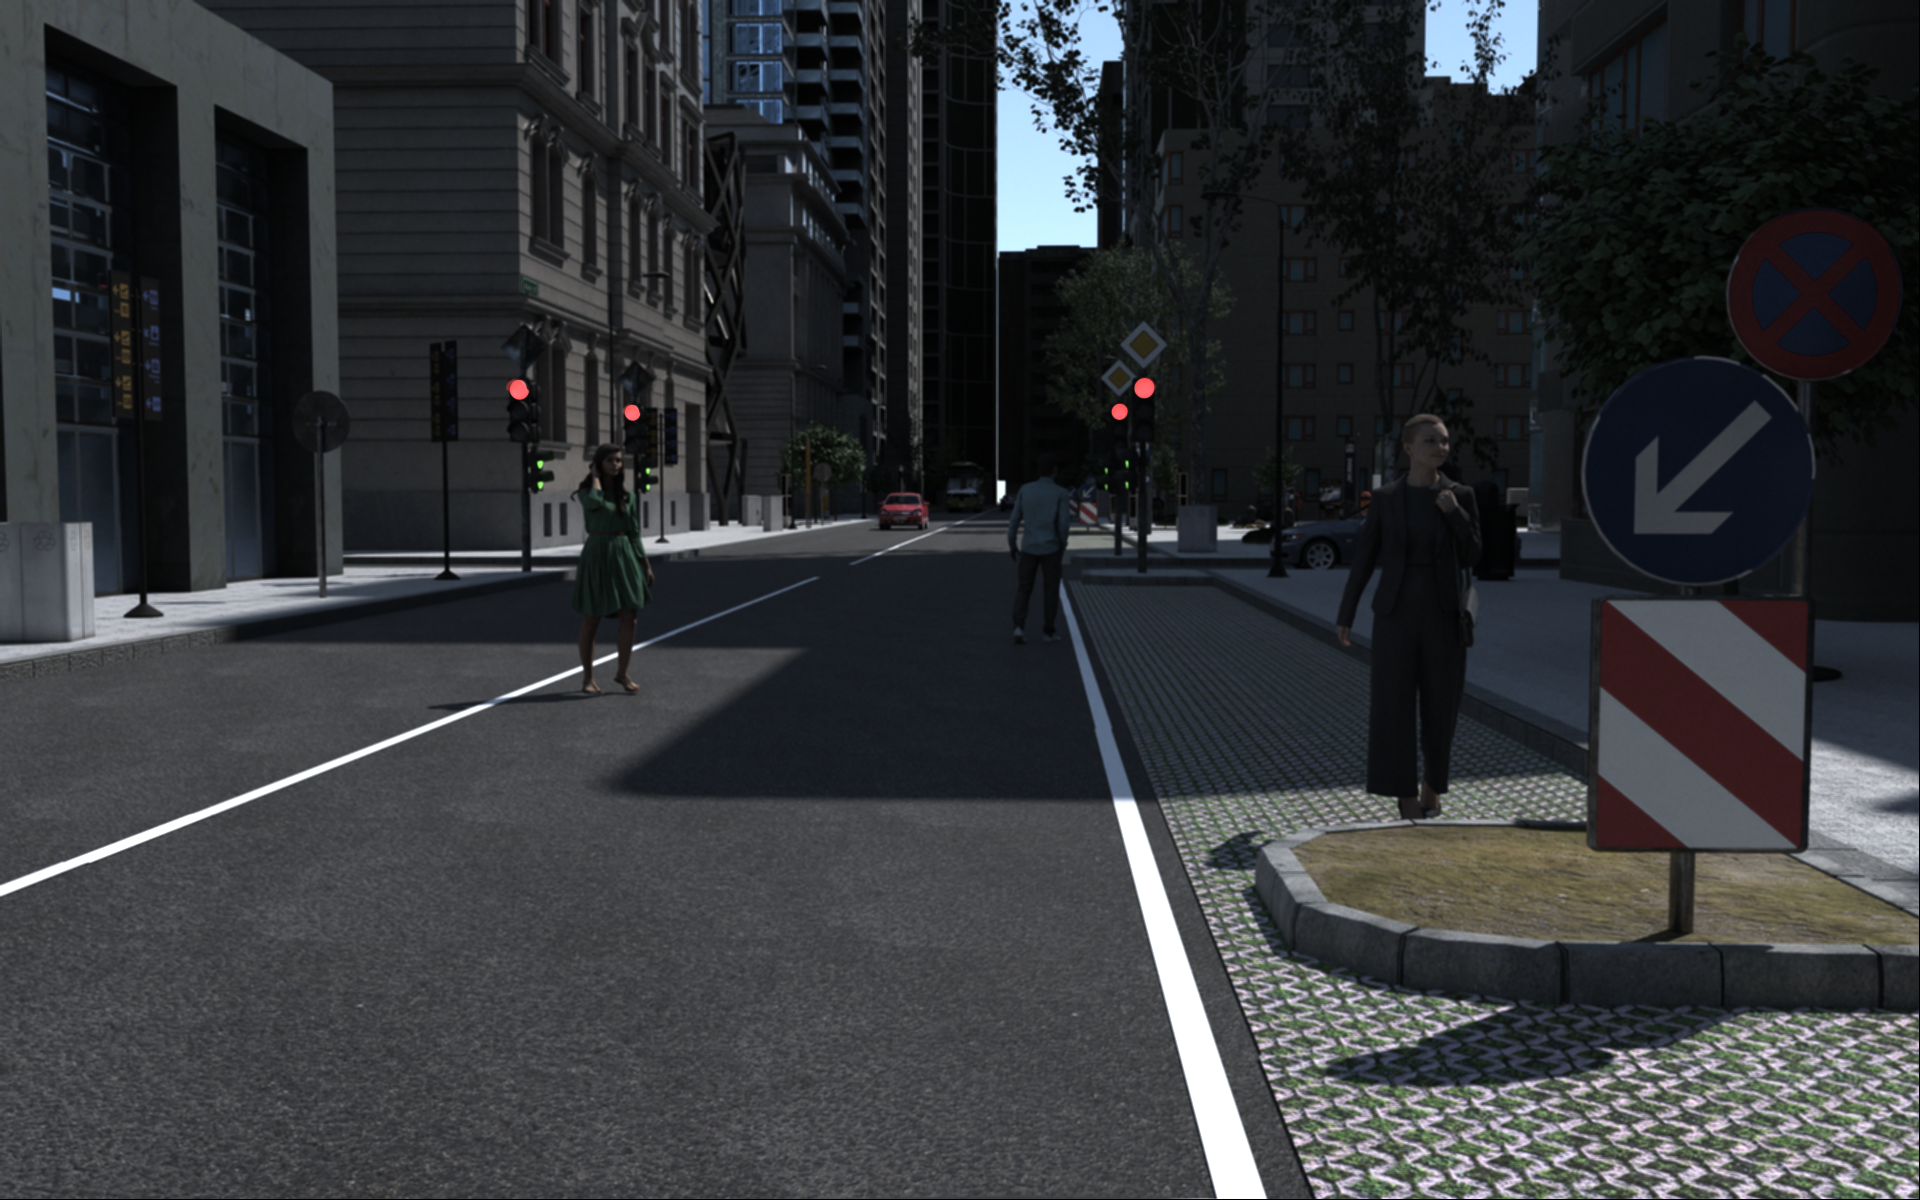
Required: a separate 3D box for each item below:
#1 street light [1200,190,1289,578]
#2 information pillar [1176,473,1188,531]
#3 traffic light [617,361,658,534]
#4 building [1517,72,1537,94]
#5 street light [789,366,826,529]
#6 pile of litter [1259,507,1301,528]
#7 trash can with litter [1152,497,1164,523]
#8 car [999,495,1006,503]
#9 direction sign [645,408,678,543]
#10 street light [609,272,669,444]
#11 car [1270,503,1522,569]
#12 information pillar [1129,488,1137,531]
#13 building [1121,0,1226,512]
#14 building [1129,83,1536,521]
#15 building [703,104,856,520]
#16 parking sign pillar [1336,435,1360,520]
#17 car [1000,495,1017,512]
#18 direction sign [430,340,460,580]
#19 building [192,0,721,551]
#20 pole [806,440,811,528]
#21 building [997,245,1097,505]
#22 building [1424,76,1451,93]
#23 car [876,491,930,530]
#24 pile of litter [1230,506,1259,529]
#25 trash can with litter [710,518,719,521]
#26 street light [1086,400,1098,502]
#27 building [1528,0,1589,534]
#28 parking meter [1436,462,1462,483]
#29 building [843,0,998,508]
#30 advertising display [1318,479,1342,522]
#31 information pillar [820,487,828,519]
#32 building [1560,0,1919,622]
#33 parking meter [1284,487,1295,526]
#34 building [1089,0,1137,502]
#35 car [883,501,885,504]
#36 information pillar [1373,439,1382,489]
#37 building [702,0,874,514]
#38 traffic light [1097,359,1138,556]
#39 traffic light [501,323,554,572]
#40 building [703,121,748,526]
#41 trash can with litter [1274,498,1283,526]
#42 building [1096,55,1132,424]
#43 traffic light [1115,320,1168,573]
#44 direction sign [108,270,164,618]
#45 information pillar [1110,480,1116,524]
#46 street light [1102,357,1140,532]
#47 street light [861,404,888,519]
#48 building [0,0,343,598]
[{"bbox_3d":[4.374,-3.309,26.639,1.470,5.913,1.316,0,4,2],"label":"street light"},{"bbox_3d":[7.704,-3.404,60.147,0.304,2.012,0.304,-1,4,-14],"label":"information pillar"},{"bbox_3d":[-6.814,-2.911,36.514,0.839,4.253,0.868,0,4,2],"label":"traffic light"},{"bbox_3d":[70.348,-31.566,170.722,28.867,44.769,22.147,0,4,2],"label":"building"},{"bbox_3d":[-5.550,-5.528,62.918,1.470,5.913,1.316,0,4,2],"label":"street light"},{"bbox_3d":[10.797,-2.600,56.474,1.719,0.858,1.176,0,4,-1],"label":"pile of litter"},{"bbox_3d":[8.909,-4.022,77.144,1.055,1.170,0.624,-3,5,-44],"label":"trash can with litter"},{"bbox_3d":[4.743,-9.244,163.498,2.083,1.381,4.827,0,4,1],"label":"car"},{"bbox_3d":[-7.850,-3.275,45.551,0.876,3.537,0.379,-2,4,-26],"label":"direction sign"},{"bbox_3d":[-6.779,-3.906,36.404,1.470,5.913,1.316,0,4,2],"label":"street light"},{"bbox_3d":[7.993,-1.221,31.968,4.499,1.417,2.014,0,4,1],"label":"car"},{"bbox_3d":[6.164,-3.459,61.042,0.304,2.012,0.304,2,4,32],"label":"information pillar"},{"bbox_3d":[21.619,-42.140,127.244,20.563,71.187,20.611,0,4,2],"label":"building"},{"bbox_3d":[24.077,-15.360,96.174,27.650,21.520,28.899,0,4,2],"label":"building"},{"bbox_3d":[-13.596,-15.562,96.247,13.314,21.916,24.055,0,4,2],"label":"building"},{"bbox_3d":[18.045,-5.579,79.682,1.447,3.967,1.447,2,4,25],"label":"parking sign pillar"},{"bbox_3d":[4.179,-7.786,139.888,1.945,1.354,3.894,0,4,4],"label":"car"},{"bbox_3d":[-7.695,-2.073,25.886,0.379,3.537,0.876,-3,5,-40],"label":"direction sign"},{"bbox_3d":[-15.543,-16.045,49.729,14.401,28.519,23.554,0,4,2],"label":"building"},{"bbox_3d":[-5.706,-4.361,65.148,0.158,3.312,0.155,0,3,0],"label":"pole"},{"bbox_3d":[11.380,-26.439,203.985,14.107,30.474,14.160,0,4,2],"label":"building"},{"bbox_3d":[43.355,-29.072,167.208,23.993,40.220,32.217,0,4,2],"label":"building"},{"bbox_3d":[-2.264,-3.734,70.084,2.155,1.783,4.494,0,4,2],"label":"car"},{"bbox_3d":[10.926,-3.098,64.614,1.719,0.858,1.176,1,4,10],"label":"pile of litter"},{"bbox_3d":[-11.879,-4.346,82.112,1.678,1.210,2.233,1,4,14],"label":"trash can with litter"},{"bbox_3d":[6.865,-6.866,84.802,1.470,5.913,1.316,0,4,2],"label":"street light"},{"bbox_3d":[31.638,-26.145,47.078,30.456,49.044,23.786,0,4,2],"label":"building"},{"bbox_3d":[8.097,-1.419,28.919,0.399,1.863,0.255,2,4,32],"label":"parking meter"},{"bbox_3d":[-5.994,-46.951,205.900,20.611,71.187,20.563,0,4,2],"label":"building"},{"bbox_3d":[16.121,-4.297,75.465,0.974,1.923,0.123,1,4,18],"label":"advertising display"},{"bbox_3d":[-6.895,-5.879,87.477,0.504,3.616,0.183,3,4,38],"label":"information pillar"},{"bbox_3d":[22.301,-10.128,10.632,27.650,21.520,28.899,0,4,2],"label":"building"},{"bbox_3d":[11.702,-3.249,61.527,0.372,1.533,0.369,0,3,0],"label":"parking meter"},{"bbox_3d":[23.187,-51.365,152.490,22.319,86.520,31.000,0,4,2],"label":"building"},{"bbox_3d":[-2.582,-4.329,80.367,1.945,1.707,3.694,0,4,2],"label":"car"},{"bbox_3d":[17.626,-5.006,73.201,0.504,3.616,0.183,-3,5,-40],"label":"information pillar"},{"bbox_3d":[-17.077,-49.735,125.845,22.319,86.520,31.000,0,4,2],"label":"building"},{"bbox_3d":[3.289,-2.886,36.104,0.839,4.253,0.868,0,4,2],"label":"traffic light"},{"bbox_3d":[-7.151,-2.423,28.536,0.839,4.253,0.868,0,4,2],"label":"traffic light"},{"bbox_3d":[-17.405,-12.419,70.500,16.820,18.784,16.811,0,4,2],"label":"building"},{"bbox_3d":[9.460,-2.444,51.021,1.678,1.210,2.233,0,4,5],"label":"trash can with litter"},{"bbox_3d":[21.128,-32.190,176.413,14.600,45.320,14.200,0,4,2],"label":"building"},{"bbox_3d":[2.952,-2.398,28.126,0.839,4.253,0.868,0,4,2],"label":"traffic light"},{"bbox_3d":[-8.530,-1.590,17.994,0.379,3.537,0.876,0,4,6],"label":"direction sign"},{"bbox_3d":[6.595,-4.258,74.109,0.304,2.012,0.304,1,4,15],"label":"information pillar"},{"bbox_3d":[5.540,-5.268,58.674,1.470,5.913,1.316,0,4,2],"label":"street light"},{"bbox_3d":[-4.409,-7.126,89.053,1.470,5.913,1.316,0,4,2],"label":"street light"},{"bbox_3d":[-25.776,-42.923,14.460,31.000,86.520,22.319,0,4,2],"label":"building"}]
